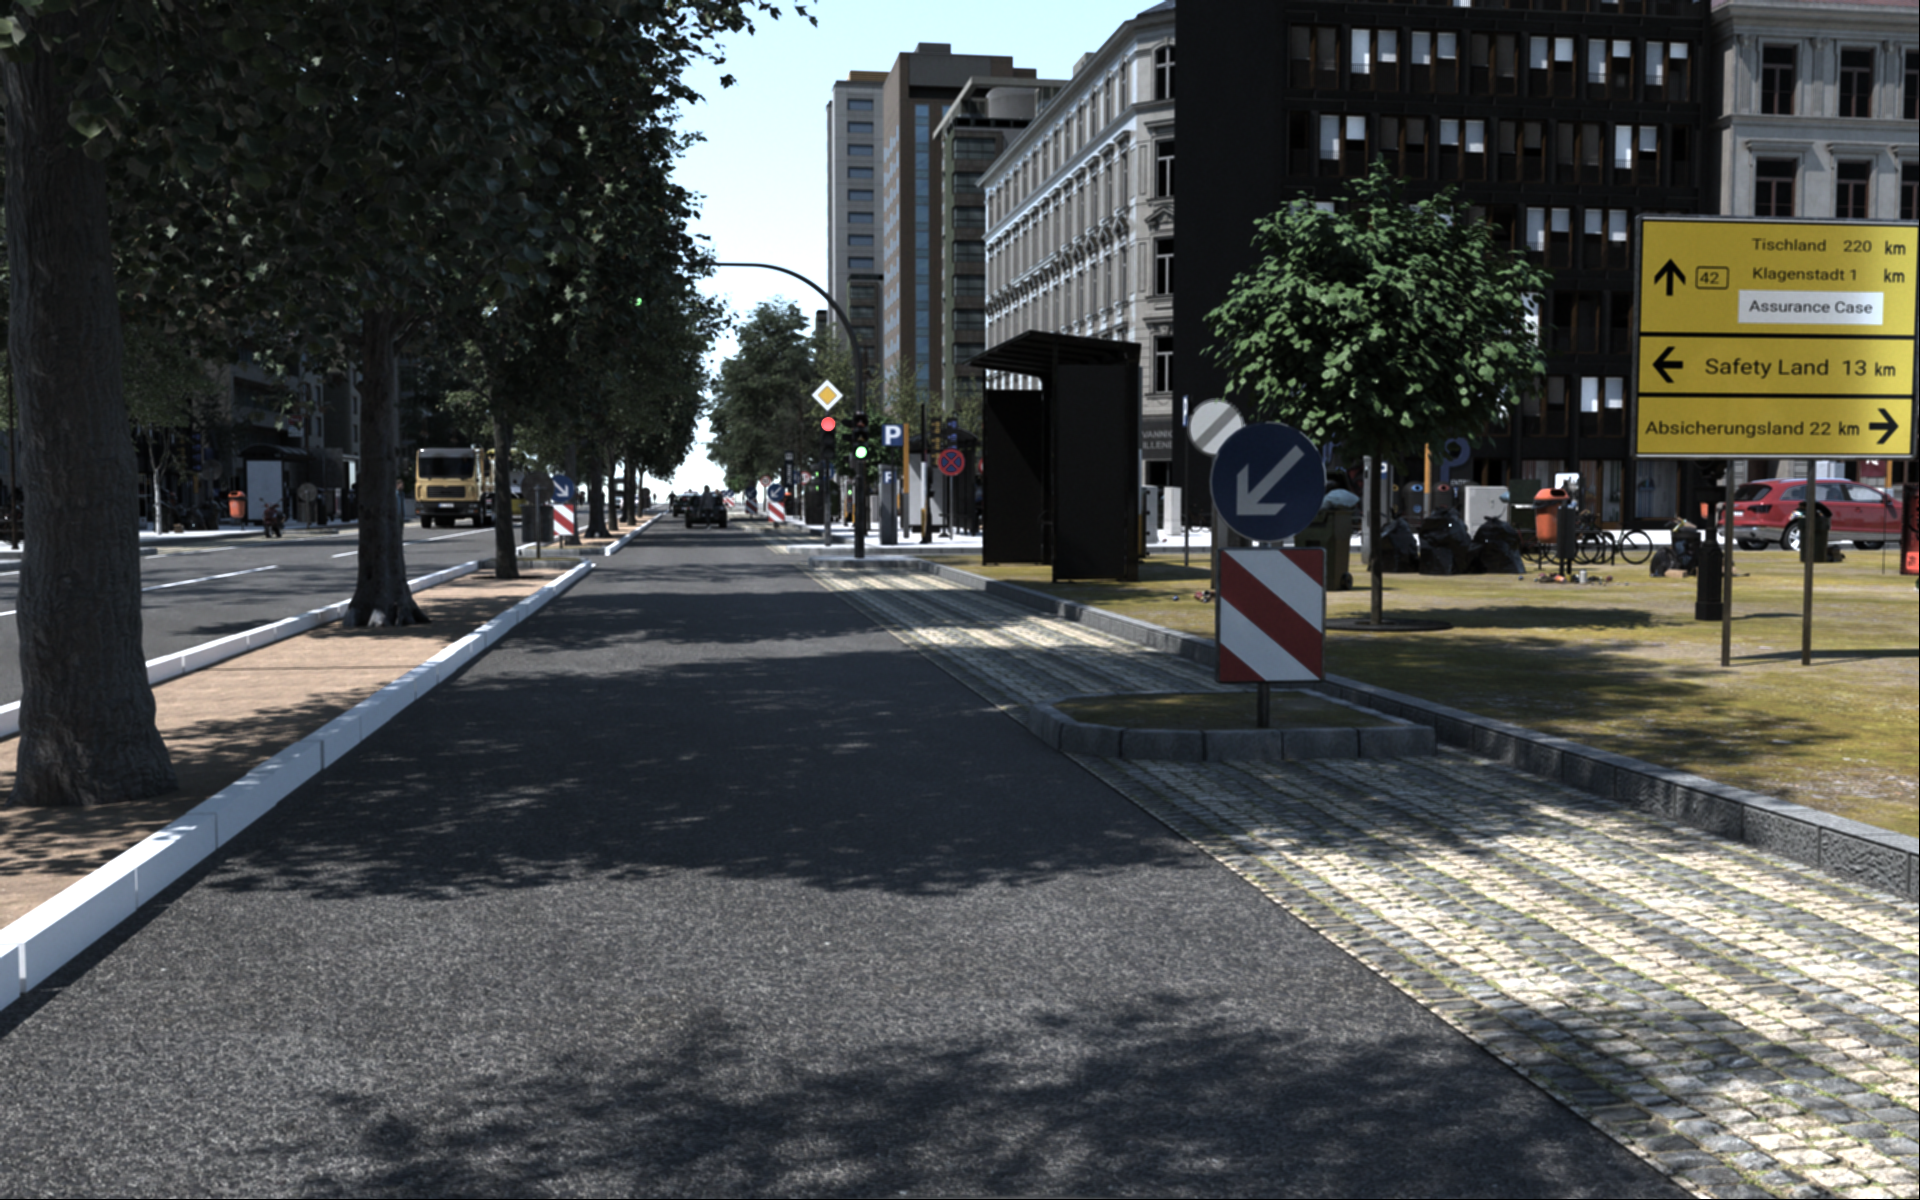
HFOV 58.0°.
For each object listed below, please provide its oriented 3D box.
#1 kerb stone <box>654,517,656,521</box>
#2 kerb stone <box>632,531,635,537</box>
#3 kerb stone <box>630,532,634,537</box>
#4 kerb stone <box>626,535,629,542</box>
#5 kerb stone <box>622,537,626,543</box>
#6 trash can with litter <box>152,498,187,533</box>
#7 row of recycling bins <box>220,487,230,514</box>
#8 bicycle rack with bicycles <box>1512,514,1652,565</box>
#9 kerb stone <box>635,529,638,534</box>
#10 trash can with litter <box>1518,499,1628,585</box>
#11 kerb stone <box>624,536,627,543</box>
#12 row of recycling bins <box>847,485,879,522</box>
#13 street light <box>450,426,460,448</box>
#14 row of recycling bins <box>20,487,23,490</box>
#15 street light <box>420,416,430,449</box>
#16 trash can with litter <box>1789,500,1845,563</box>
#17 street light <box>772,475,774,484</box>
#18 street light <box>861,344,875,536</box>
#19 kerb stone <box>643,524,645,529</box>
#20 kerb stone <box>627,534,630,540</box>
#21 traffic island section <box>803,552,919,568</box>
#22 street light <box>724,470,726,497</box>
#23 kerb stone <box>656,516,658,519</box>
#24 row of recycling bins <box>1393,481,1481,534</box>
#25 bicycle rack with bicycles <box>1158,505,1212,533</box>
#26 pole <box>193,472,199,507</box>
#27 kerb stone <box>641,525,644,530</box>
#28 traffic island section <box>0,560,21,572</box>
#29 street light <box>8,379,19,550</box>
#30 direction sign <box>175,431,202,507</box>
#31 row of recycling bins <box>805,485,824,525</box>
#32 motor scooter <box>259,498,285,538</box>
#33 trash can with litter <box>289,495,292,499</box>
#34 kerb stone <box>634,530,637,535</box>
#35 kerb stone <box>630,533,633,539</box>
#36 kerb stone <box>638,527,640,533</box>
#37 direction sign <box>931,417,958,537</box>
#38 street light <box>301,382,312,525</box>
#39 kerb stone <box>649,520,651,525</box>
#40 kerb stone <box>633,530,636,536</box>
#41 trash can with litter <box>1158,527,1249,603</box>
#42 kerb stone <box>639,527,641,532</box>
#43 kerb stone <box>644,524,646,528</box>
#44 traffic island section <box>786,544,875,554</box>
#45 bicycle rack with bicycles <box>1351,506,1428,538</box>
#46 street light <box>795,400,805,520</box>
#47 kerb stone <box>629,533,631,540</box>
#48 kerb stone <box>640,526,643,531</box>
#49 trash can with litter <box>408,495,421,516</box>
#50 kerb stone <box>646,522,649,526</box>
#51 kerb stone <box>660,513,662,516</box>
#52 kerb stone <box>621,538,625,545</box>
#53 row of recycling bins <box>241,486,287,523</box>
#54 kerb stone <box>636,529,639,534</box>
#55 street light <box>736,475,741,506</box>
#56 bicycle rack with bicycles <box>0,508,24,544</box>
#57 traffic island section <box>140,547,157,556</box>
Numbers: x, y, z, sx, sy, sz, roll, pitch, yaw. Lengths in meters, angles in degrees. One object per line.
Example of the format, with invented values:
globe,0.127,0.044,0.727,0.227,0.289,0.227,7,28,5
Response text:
kerb stone,-15.490,-3.967,87.058,0.120,0.150,1.000,-1,4,-9
kerb stone,-10.614,-2.048,55.681,0.120,0.150,1.000,-1,4,-9
kerb stone,-10.460,-1.983,54.671,0.120,0.150,1.000,-1,4,-9
kerb stone,-9.825,-1.737,50.617,0.120,0.150,1.000,-1,4,-9
kerb stone,-9.517,-1.615,48.593,0.120,0.150,1.000,-1,4,-9
trash can with litter,-26.004,-2.788,56.964,1.055,1.170,0.624,-1,4,-20
row of recycling bins,-41.169,-5.488,96.840,3.534,1.692,1.069,-2,4,-35
bicycle rack with bicycles,11.257,-1.143,32.067,2.925,0.926,2.852,1,4,16
kerb stone,-11.085,-2.233,58.711,0.120,0.150,1.000,-1,4,-9
trash can with litter,9.121,-0.884,25.512,1.678,1.210,2.233,2,4,31
kerb stone,-9.680,-1.673,49.602,0.120,0.150,1.000,-1,4,-9
row of recycling bins,-4.232,-4.513,80.898,1.069,1.692,3.534,2,4,28
street light,-33.748,-8.743,115.743,0.468,5.910,1.993,-1,4,-9
row of recycling bins,-41.334,-4.321,77.759,1.069,1.692,3.534,-1,4,-11
street light,-31.703,-7.948,102.741,0.468,5.910,1.993,-1,4,-9
trash can with litter,16.168,-1.298,32.615,1.055,1.170,0.624,-2,4,-34
street light,-12.563,-8.776,116.281,0.468,5.910,1.993,-1,4,-9
street light,-2.922,-4.928,53.360,0.468,5.910,1.993,-1,4,-9
kerb stone,-12.500,-2.788,67.839,0.120,0.150,1.000,-1,4,-9
kerb stone,-9.991,-1.801,51.635,0.120,0.150,1.000,-1,4,-9
traffic island section,-1.998,-0.757,34.660,2.009,0.180,2.903,-1,4,-9
street light,-37.179,-18.448,274.414,0.468,5.910,1.993,-1,4,-9
kerb stone,-16.116,-4.212,91.115,0.120,0.150,1.000,-1,4,-9
row of recycling bins,15.072,-2.980,55.843,3.534,1.692,1.069,0,4,1
bicycle rack with bicycles,7.664,-2.735,58.095,2.852,0.926,2.925,-2,4,-32
pole,-29.071,-4.405,65.863,0.158,3.312,0.155,0,3,0
kerb stone,-12.183,-2.663,65.797,0.120,0.150,1.000,-1,4,-9
traffic island section,-18.642,-0.600,32.092,2.009,0.180,2.903,-1,4,-9
street light,-21.870,-4.106,39.918,0.468,5.910,1.993,-1,4,-9
direction sign,-27.713,-4.300,62.301,0.876,3.537,0.379,0,4,-7
row of recycling bins,-6.116,-4.084,73.887,1.069,1.692,3.534,0,4,-5
motor scooter,-22.674,-2.719,57.228,0.815,1.314,1.986,-1,4,-9
trash can with litter,-40.984,-5.864,106.925,1.678,1.210,2.233,1,4,16
kerb stone,-10.933,-2.172,57.700,0.120,0.150,1.000,-1,4,-9
kerb stone,-10.296,-1.920,53.659,0.120,0.150,1.000,-1,4,-9
kerb stone,-11.558,-2.419,61.740,0.120,0.150,1.000,-1,4,-9
direction sign,-0.472,-3.632,51.381,0.876,3.537,0.379,2,4,25
street light,-26.850,-6.026,71.320,0.468,5.910,1.993,-1,4,-9
kerb stone,-13.910,-3.349,76.947,0.120,0.150,1.000,-1,4,-9
kerb stone,-10.771,-2.110,56.691,0.120,0.150,1.000,-1,4,-9
trash can with litter,3.385,-0.602,20.896,1.678,1.210,2.233,0,4,-2
kerb stone,-11.714,-2.480,62.754,0.120,0.150,1.000,-1,4,-9
kerb stone,-12.652,-2.844,68.850,0.120,0.150,1.000,-1,4,-9
traffic island section,-3.223,-1.240,42.551,2.009,0.180,2.903,-1,4,-9
bicycle rack with bicycles,12.260,-2.294,50.882,2.925,0.926,2.852,3,5,43
street light,-7.811,-6.854,84.843,0.468,5.910,1.993,-1,4,-9
kerb stone,-10.145,-1.861,52.647,0.120,0.150,1.000,-1,4,-9
kerb stone,-12.029,-2.603,64.784,0.120,0.150,1.000,-1,4,-9
trash can with litter,-32.179,-5.467,100.446,2.233,1.210,1.678,-2,4,-33
kerb stone,-13.280,-3.099,72.895,0.120,0.150,1.000,-1,4,-9
kerb stone,-17.998,-4.958,103.265,0.120,0.150,1.000,-1,4,-9
kerb stone,-9.359,-1.552,47.578,0.120,0.150,1.000,-1,4,-9
row of recycling bins,-31.752,-4.400,79.046,1.069,1.692,3.534,0,4,4
kerb stone,-11.237,-2.295,59.721,0.120,0.150,1.000,-1,4,-9
street light,-27.116,-14.517,210.138,0.468,5.910,1.993,-1,4,-9
bicycle rack with bicycles,-24.849,-1.910,44.605,2.925,0.926,2.852,-1,4,-14
traffic island section,-19.866,-1.083,39.983,2.009,0.180,2.903,-1,4,-9
